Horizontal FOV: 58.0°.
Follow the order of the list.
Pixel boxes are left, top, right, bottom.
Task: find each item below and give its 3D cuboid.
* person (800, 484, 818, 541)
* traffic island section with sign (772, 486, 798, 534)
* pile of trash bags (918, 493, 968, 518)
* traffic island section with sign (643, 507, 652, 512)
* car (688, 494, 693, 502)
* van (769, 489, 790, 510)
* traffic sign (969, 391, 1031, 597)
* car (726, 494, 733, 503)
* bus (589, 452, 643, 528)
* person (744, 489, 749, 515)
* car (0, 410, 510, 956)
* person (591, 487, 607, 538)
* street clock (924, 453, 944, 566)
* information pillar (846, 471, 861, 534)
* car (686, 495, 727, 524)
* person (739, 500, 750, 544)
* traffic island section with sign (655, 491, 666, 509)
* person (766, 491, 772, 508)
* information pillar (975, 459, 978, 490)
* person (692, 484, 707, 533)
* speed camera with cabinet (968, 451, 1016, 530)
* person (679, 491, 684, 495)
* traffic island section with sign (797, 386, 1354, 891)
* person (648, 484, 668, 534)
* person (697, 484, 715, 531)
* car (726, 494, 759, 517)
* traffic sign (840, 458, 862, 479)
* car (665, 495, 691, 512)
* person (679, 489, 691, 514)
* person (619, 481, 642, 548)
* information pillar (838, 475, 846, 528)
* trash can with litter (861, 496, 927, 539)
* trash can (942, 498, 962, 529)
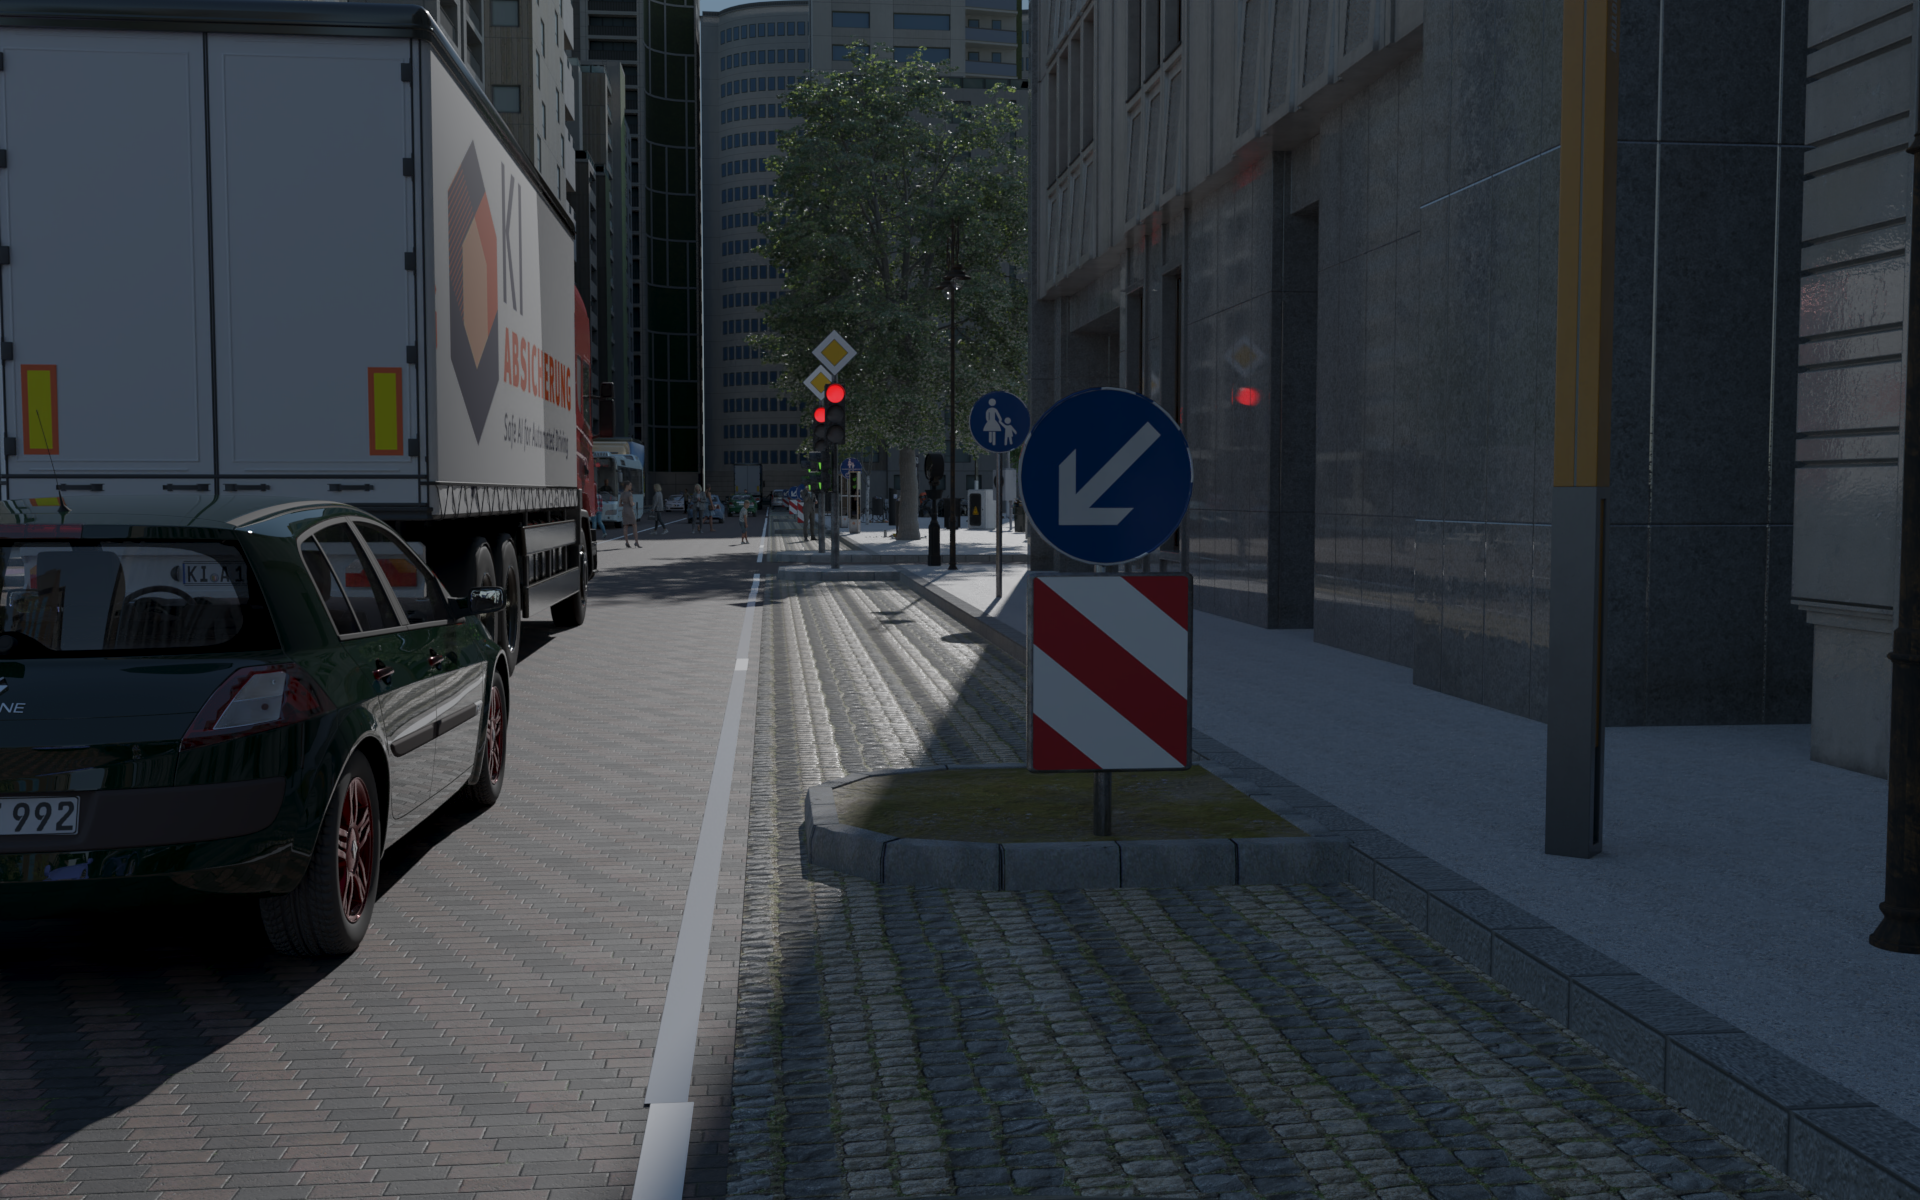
[{"bbox_3d":[-4.548,-2.727,52.890,0.447,1.846,0.655,3,5,40],"label":"person"},{"bbox_3d":[-5.695,-3.296,62.514,1.989,1.847,2.006,0,4,-6],"label":"traffic island section with sign"},{"bbox_3d":[-0.726,-5.502,99.714,3.447,1.369,1.912,-1,4,-21],"label":"pile of trash bags"},{"bbox_3d":[-25.778,-7.928,138.251,1.989,1.847,2.006,0,4,-6],"label":"traffic island section with sign"},{"bbox_3d":[-28.109,-10.500,181.901,2.015,1.641,3.980,0,4,-4],"label":"car"},{"bbox_3d":[-16.377,-9.228,157.886,2.013,2.044,4.112,0,4,-6],"label":"van"},{"bbox_3d":[0.486,-1.305,21.447,0.768,2.556,0.104,0,4,-5],"label":"traffic sign"},{"bbox_3d":[-22.267,-9.918,172.388,2.015,1.641,3.980,0,4,-7],"label":"car"},{"bbox_3d":[-15.608,-4.912,75.168,2.948,3.499,13.247,0,4,-6],"label":"bus"},{"bbox_3d":[-14.722,-6.704,118.554,0.568,1.767,0.683,0,4,-8],"label":"person"},{"bbox_3d":[-2.859,0.190,6.687,2.009,1.686,4.222,0,4,-6],"label":"car"},{"bbox_3d":[-11.880,-2.887,56.547,0.643,1.720,0.563,3,5,41],"label":"person"},{"bbox_3d":[-0.459,-1.607,30.853,0.358,2.002,0.471,-1,4,-20],"label":"street clock"},{"bbox_3d":[-3.409,-3.161,56.180,0.304,2.012,0.304,1,4,13],"label":"information pillar"},{"bbox_3d":[-12.535,-4.499,85.556,2.014,1.417,4.499,0,4,-7],"label":"car"},{"bbox_3d":[-6.179,-2.234,49.714,0.352,1.250,0.332,1,4,19],"label":"person"},{"bbox_3d":[-28.758,-9.597,165.534,1.989,1.847,2.006,0,4,-6],"label":"traffic island section with sign"},{"bbox_3d":[-18.652,-9.914,171.420,1.217,1.723,0.721,0,4,-2],"label":"person"},{"bbox_3d":[1.009,-7.058,106.757,0.183,3.616,0.504,1,4,18],"label":"information pillar"},{"bbox_3d":[-9.535,-3.341,63.303,0.537,1.800,0.526,0,4,4],"label":"person"},{"bbox_3d":[1.139,-4.176,62.606,0.660,3.252,2.038,-3,5,-41],"label":"speed camera with cabinet"},{"bbox_3d":[-24.822,-8.879,154.336,0.551,1.740,0.621,-3,4,-36],"label":"person"},{"bbox_3d":[0.357,0.089,7.178,1.989,1.847,2.006,0,4,-6],"label":"traffic island section with sign"},{"bbox_3d":[-10.699,-3.218,61.304,0.728,1.800,0.709,1,4,11],"label":"person"},{"bbox_3d":[-9.607,-3.506,65.913,0.778,1.811,0.616,-3,5,-40],"label":"person"},{"bbox_3d":[-13.852,-6.023,110.269,2.131,1.459,4.920,0,4,-6],"label":"car"},{"bbox_3d":[-3.802,-3.700,60.597,0.768,2.556,0.104,0,3,0],"label":"traffic sign"},{"bbox_3d":[-22.679,-7.772,139.440,2.083,1.381,4.827,0,4,-6],"label":"car"},{"bbox_3d":[-19.963,-7.191,126.089,1.348,1.823,0.705,3,5,39],"label":"person"},{"bbox_3d":[-8.777,-2.279,46.097,0.599,1.781,0.374,3,4,36],"label":"person"},{"bbox_3d":[-4.421,-3.733,65.523,0.304,2.012,0.304,-2,4,-28],"label":"information pillar"},{"bbox_3d":[-1.690,-2.424,50.694,1.678,1.210,2.233,-2,4,-25],"label":"trash can with litter"},{"bbox_3d":[-0.280,-3.145,63.077,0.748,1.137,0.748,0,3,0],"label":"trash can"}]
